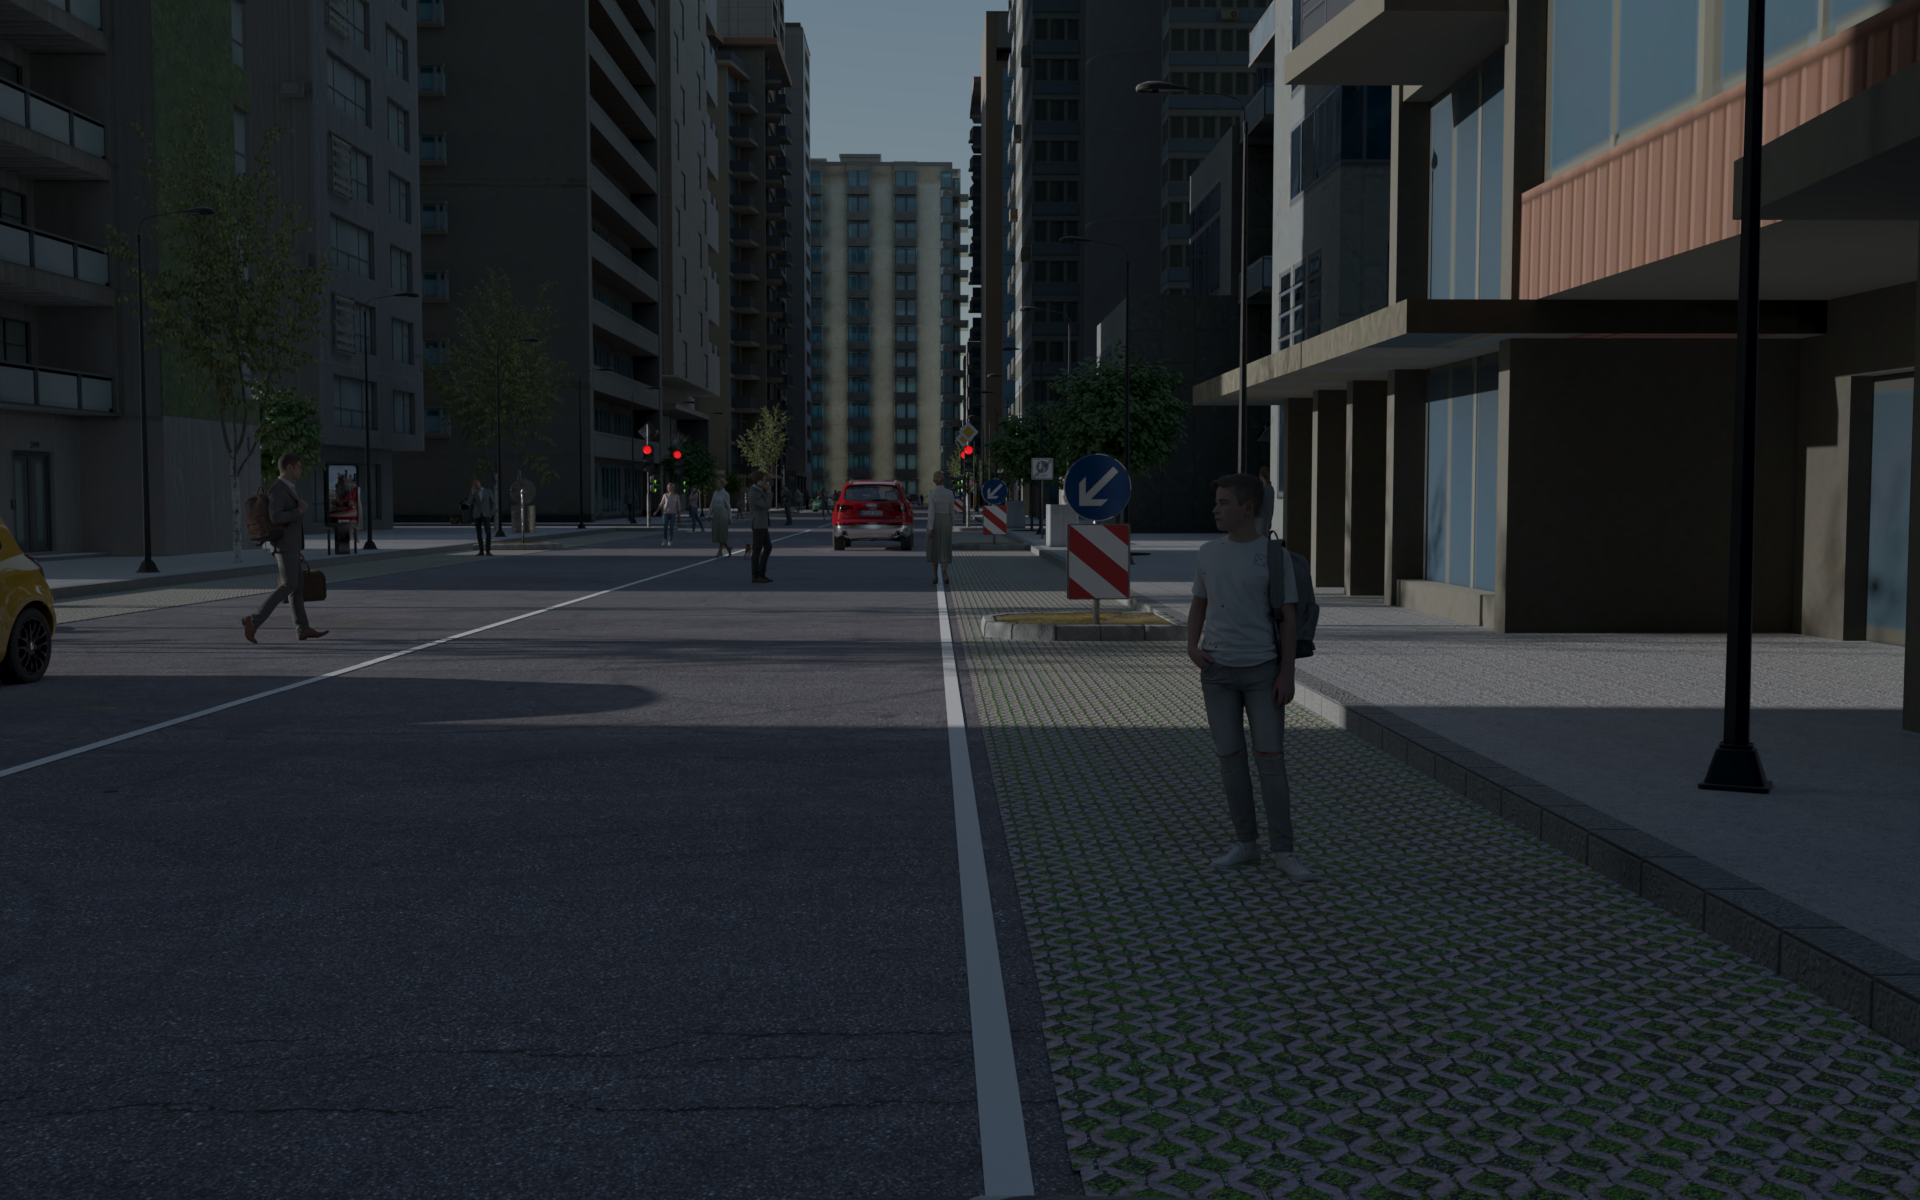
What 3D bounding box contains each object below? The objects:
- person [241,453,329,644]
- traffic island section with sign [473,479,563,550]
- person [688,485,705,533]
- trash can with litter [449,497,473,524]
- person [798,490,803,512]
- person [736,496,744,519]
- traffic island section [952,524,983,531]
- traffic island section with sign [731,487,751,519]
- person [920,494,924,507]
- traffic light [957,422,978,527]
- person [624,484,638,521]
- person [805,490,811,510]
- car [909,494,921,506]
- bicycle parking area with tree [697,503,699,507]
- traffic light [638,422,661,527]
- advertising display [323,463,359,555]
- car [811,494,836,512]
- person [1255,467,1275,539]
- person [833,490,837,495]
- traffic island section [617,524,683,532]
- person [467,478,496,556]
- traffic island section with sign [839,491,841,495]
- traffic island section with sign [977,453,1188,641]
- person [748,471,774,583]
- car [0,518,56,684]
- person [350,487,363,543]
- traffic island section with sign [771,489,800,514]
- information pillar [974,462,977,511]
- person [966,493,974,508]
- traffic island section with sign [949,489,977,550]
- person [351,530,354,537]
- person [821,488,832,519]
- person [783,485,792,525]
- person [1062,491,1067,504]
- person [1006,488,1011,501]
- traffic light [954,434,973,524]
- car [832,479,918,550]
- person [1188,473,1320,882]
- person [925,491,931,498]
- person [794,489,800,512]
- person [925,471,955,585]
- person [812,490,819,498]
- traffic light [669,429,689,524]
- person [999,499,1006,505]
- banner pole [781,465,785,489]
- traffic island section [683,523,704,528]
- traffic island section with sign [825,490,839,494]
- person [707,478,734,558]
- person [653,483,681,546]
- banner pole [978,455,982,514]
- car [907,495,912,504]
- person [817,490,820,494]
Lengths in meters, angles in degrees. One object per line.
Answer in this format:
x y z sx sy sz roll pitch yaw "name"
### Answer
-6.581 -0.513 16.844 0.822 1.834 0.622 -2 4 -27 "person"
-11.366 -2.213 44.802 1.989 1.847 2.006 0 4 -1 "traffic island section with sign"
-9.623 -3.309 63.198 0.643 1.750 0.593 -1 4 -10 "person"
-21.405 -3.844 74.229 1.055 1.170 0.624 0 4 5 "trash can with litter"
-13.055 -8.083 140.844 0.511 1.800 0.466 -3 5 -42 "person"
-12.443 -5.210 97.958 0.475 1.303 0.640 1 4 20 "person"
0.212 -3.253 75.462 2.009 0.180 2.903 0 4 -1 "traffic island section"
-12.348 -5.601 100.202 1.989 1.847 2.006 0 4 -1 "traffic island section with sign"
-4.114 -10.737 187.279 0.421 1.427 0.697 0 4 8 "person"
0.311 -4.798 67.364 0.839 4.253 0.868 0 4 -1 "traffic light"
-15.516 -4.610 81.822 0.661 1.777 0.834 1 4 12 "person"
-13.898 -9.148 158.211 0.705 1.807 1.348 1 4 18 "person"
-5.638 -12.244 209.781 1.945 1.707 3.694 0 4 0 "car"
-26.005 -9.746 146.350 9.016 4.147 8.231 0 4 8 "bicycle parking area with tree"
-12.048 -4.784 67.132 0.839 4.253 0.868 0 4 -1 "traffic light"
-13.110 -1.926 36.710 0.123 1.923 0.974 1 4 19 "advertising display"
-10.886 -7.826 139.758 2.131 1.459 4.920 0 4 -1 "car"
5.054 -1.329 28.524 0.760 1.731 0.466 0 4 4 "person"
-13.165 -10.676 182.676 1.348 1.869 0.705 3 5 42 "person"
-12.088 -2.751 67.266 2.009 0.180 2.903 0 4 -1 "traffic island section"
-11.058 -1.920 40.072 0.592 1.802 0.473 1 4 10 "person"
-14.175 -11.995 204.745 1.989 1.847 2.006 0 4 -1 "traffic island section with sign"
1.226 -0.555 17.708 1.989 1.847 2.006 0 4 -1 "traffic island section with sign"
-3.211 -1.183 28.025 0.473 1.802 0.592 0 4 8 "person"
-7.860 -0.092 11.735 2.015 1.641 3.980 0 4 0 "car"
-15.974 -2.401 45.530 0.478 1.798 0.641 -2 4 -32 "person"
-12.811 -7.249 127.153 1.989 1.847 2.006 0 4 -1 "traffic island section with sign"
1.189 -8.352 127.906 0.183 3.616 0.504 -1 4 -17 "information pillar"
0.996 -9.412 159.894 1.348 1.831 0.705 1 4 12 "person"
0.762 -2.206 44.694 1.989 1.847 2.006 0 4 -1 "traffic island section with sign"
-18.157 -2.733 51.273 0.519 1.759 0.362 0 4 -3 "person"
-7.567 -5.460 98.047 0.573 1.790 0.520 2 4 29 "person"
-7.945 -4.348 79.403 0.447 1.846 0.655 -2 4 -30 "person"
4.151 -3.666 65.821 0.661 1.843 0.795 -2 4 -26 "person"
4.184 -8.839 150.542 0.573 1.828 0.580 1 4 11 "person"
0.171 -5.286 75.348 0.839 4.253 0.868 0 4 -1 "traffic light"
-2.243 -2.258 45.589 2.281 1.827 5.304 0 4 -1 "car"
1.118 0.277 6.562 0.503 1.515 0.523 0 4 0 "person"
-3.106 -10.820 185.538 1.348 1.807 0.705 -1 4 -11 "person"
-12.366 -7.492 131.181 0.537 1.800 0.526 -1 4 -21 "person"
-0.298 -1.144 27.422 0.478 1.798 0.641 0 4 -8 "person"
-16.529 -11.747 198.810 1.217 1.736 0.721 2 4 27 "person"
-12.188 -5.272 75.116 0.839 4.253 0.868 0 4 -1 "traffic light"
2.388 -5.506 96.029 0.622 1.834 0.822 -1 4 -17 "person"
-15.252 -9.752 149.454 0.401 3.779 0.863 1 4 16 "banner pole"
-12.228 -3.240 75.250 2.009 0.180 2.903 0 4 -1 "traffic island section"
-13.689 -10.305 177.112 1.989 1.847 2.006 0 4 -1 "traffic island section with sign"
-5.319 -1.836 38.752 0.478 1.798 0.641 3 5 44 "person"
-8.139 -2.379 48.070 0.731 1.740 0.598 -1 4 -17 "person"
1.274 -7.393 110.887 0.401 3.779 0.863 -1 4 -19 "banner pole"
-4.940 -8.185 145.826 2.014 1.417 4.499 0 4 -2 "car"
-16.248 -11.866 200.573 0.721 1.766 1.217 -1 4 -19 "person"
